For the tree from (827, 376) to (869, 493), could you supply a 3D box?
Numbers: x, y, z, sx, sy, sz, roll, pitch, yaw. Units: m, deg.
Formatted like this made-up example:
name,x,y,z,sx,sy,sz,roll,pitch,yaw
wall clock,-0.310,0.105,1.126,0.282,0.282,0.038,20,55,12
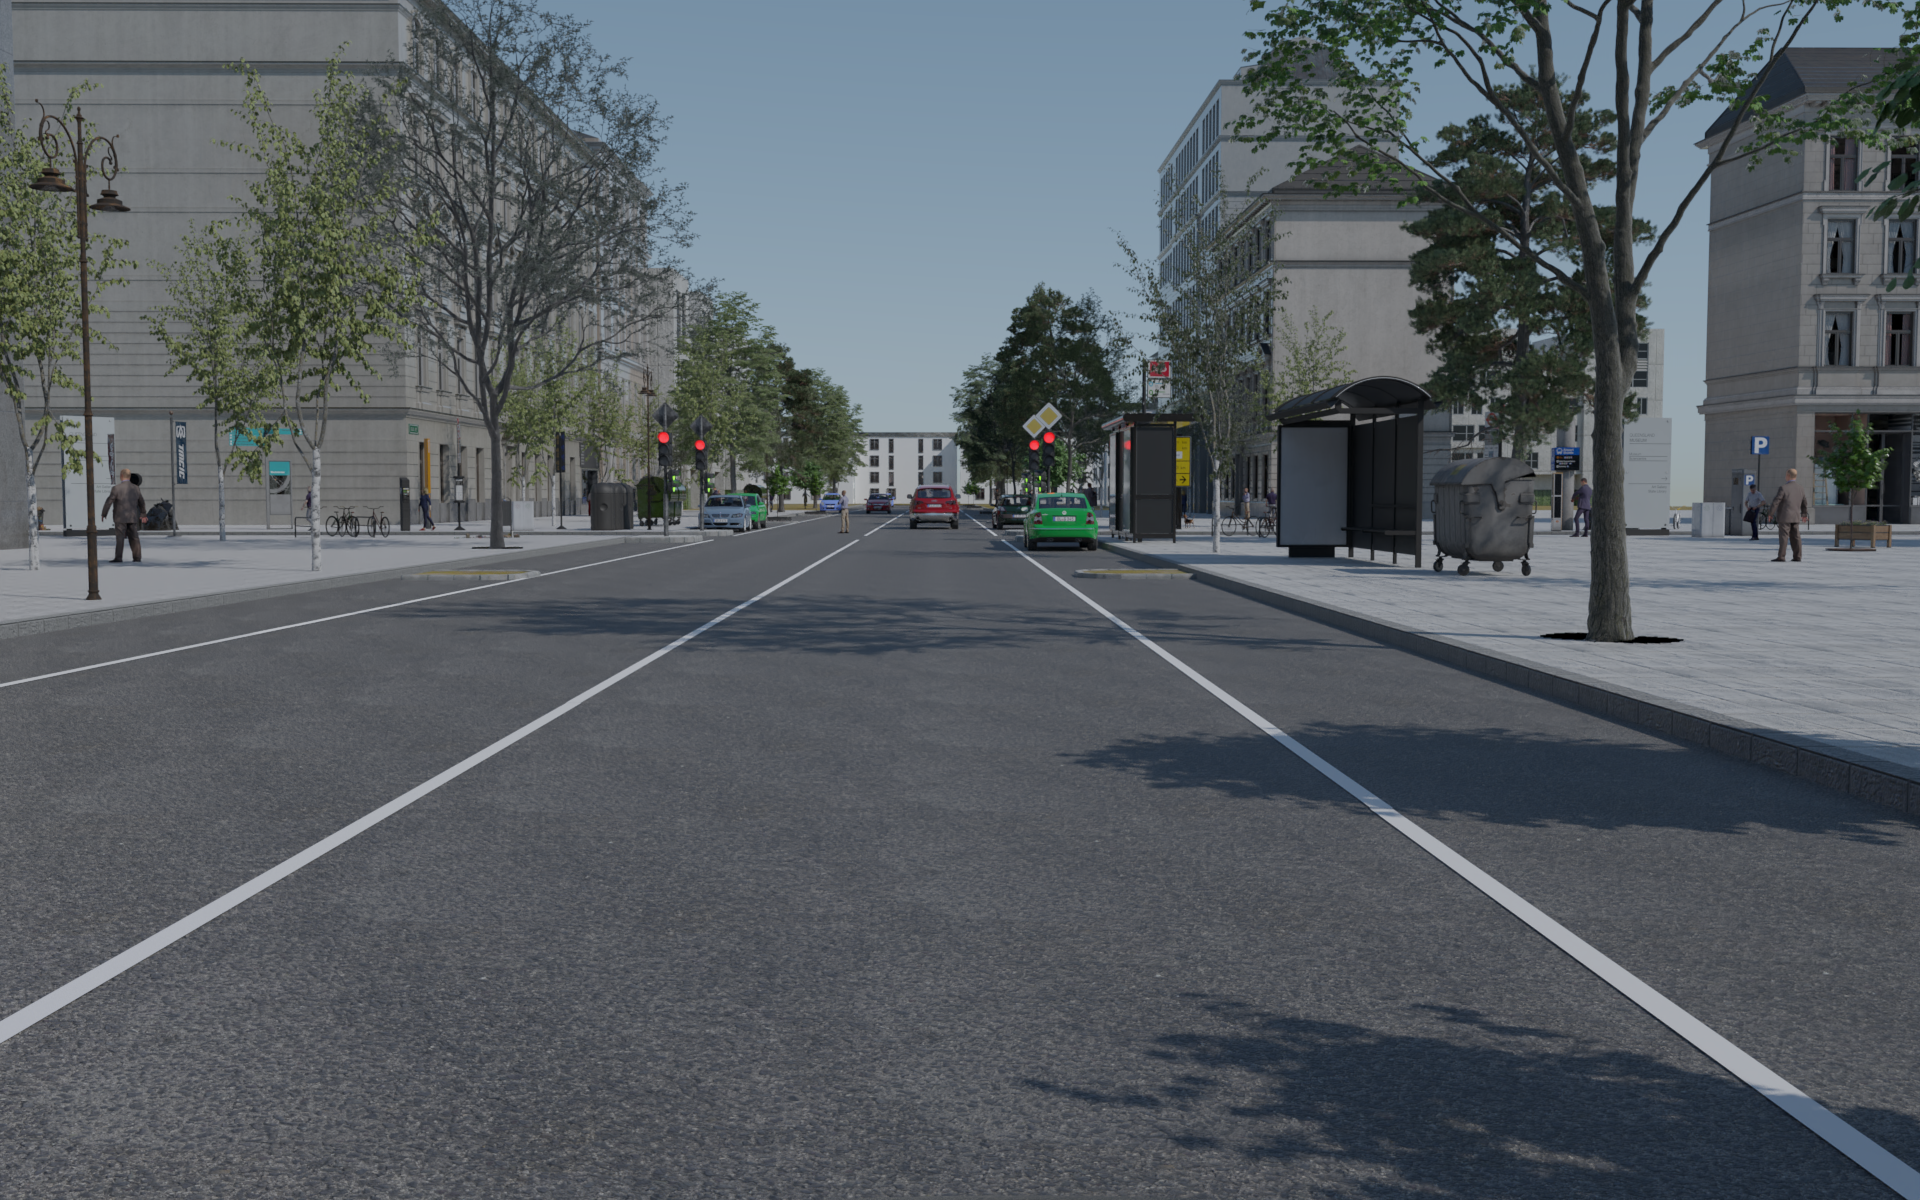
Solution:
name,x,y,z,sx,sy,sz,roll,pitch,yaw
tree,-12.655,-14.502,155.238,7.486,12.596,7.792,0,3,0

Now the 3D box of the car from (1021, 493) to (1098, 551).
name,x,y,z,sx,sy,sz,roll,pitch,yaw
car,2.588,-2.227,45.207,1.959,1.807,4.718,0,3,0

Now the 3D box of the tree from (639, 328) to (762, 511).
name,x,y,z,sx,sy,sz,roll,pitch,yaw
tree,-11.269,-7.800,77.894,4.737,8.622,4.395,0,3,0

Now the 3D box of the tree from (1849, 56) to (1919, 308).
name,x,y,z,sx,sy,sz,roll,pitch,yaw
tree,5.604,-1.435,7.170,4.285,4.588,4.351,0,3,0

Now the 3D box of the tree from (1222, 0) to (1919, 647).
name,x,y,z,sx,sy,sz,roll,pitch,yaw
tree,5.674,-5.457,14.970,9.928,11.665,9.643,0,3,0

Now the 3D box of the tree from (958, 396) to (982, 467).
name,x,y,z,sx,sy,sz,roll,pitch,yaw
tree,3.668,-11.523,122.821,7.601,10.594,8.767,1,4,17

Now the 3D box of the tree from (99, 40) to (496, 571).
name,x,y,z,sx,sy,sz,roll,pitch,yaw
tree,-10.745,-4.800,28.839,4.737,8.622,4.395,0,3,0

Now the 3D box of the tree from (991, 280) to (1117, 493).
name,x,y,z,sx,sy,sz,roll,pitch,yaw
tree,5.706,-11.926,102.406,7.806,13.903,7.818,0,3,0

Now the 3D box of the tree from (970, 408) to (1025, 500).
name,x,y,z,sx,sy,sz,roll,pitch,yaw
tree,3.865,-15.408,173.979,6.751,12.117,7.091,0,3,0

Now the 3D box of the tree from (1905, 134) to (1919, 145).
name,x,y,z,sx,sy,sz,roll,pitch,yaw
tree,14.338,-4.379,21.958,4.737,8.622,4.395,0,3,0

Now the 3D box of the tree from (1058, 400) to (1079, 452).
name,x,y,z,sx,sy,sz,roll,pitch,yaw
tree,7.514,-8.816,94.497,4.360,8.622,3.978,0,3,0

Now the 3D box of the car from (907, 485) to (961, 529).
name,x,y,z,sx,sy,sz,roll,pitch,yaw
car,-1.088,-3.893,72.321,2.281,1.827,5.304,0,4,-1

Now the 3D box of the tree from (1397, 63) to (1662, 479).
name,x,y,z,sx,sy,sz,roll,pitch,yaw
tree,14.486,-7.496,44.616,6.751,12.117,7.091,0,3,0

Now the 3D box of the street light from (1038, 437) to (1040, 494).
name,x,y,z,sx,sy,sz,roll,pitch,yaw
street light,4.201,-7.308,92.275,0.468,5.910,1.993,0,4,-1

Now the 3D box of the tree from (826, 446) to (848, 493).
name,x,y,z,sx,sy,sz,roll,pitch,yaw
tree,-14.200,-15.155,198.152,4.737,8.622,4.395,0,3,0

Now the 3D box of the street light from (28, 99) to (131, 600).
name,x,y,z,sx,sy,sz,roll,pitch,yaw
street light,-10.509,-2.939,20.833,0.468,5.910,1.993,0,4,-1

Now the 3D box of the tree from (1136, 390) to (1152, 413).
name,x,y,z,sx,sy,sz,roll,pitch,yaw
tree,12.247,-10.406,120.498,4.737,8.622,4.395,0,3,0

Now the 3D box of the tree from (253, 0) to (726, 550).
name,x,y,z,sx,sy,sz,roll,pitch,yaw
tree,-10.821,-7.929,40.014,12.009,13.543,11.850,0,3,0

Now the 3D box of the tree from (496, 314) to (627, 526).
name,x,y,z,sx,sy,sz,roll,pitch,yaw
tree,-16.461,-7.251,68.920,4.737,8.622,4.395,0,3,0

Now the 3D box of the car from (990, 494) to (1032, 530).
name,x,y,z,sx,sy,sz,roll,pitch,yaw
car,2.263,-3.739,70.914,2.009,1.686,4.222,0,4,-3

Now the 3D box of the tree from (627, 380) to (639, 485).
name,x,y,z,sx,sy,sz,roll,pitch,yaw
tree,-17.335,-8.159,83.761,4.737,8.622,4.395,0,3,0

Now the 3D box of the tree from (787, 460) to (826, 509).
name,x,y,z,sx,sy,sz,roll,pitch,yaw
tree,-13.140,-10.041,147.885,4.285,4.588,4.351,0,3,0

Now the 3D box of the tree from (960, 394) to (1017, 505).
name,x,y,z,sx,sy,sz,roll,pitch,yaw
tree,3.278,-17.588,205.689,7.486,12.596,7.792,0,3,0

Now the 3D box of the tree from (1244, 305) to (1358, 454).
name,x,y,z,sx,sy,sz,roll,pitch,yaw
tree,13.229,-7.117,66.717,4.737,8.622,4.395,0,3,0

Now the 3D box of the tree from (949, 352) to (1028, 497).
name,x,y,z,sx,sy,sz,roll,pitch,yaw
tree,3.673,-15.042,152.589,9.857,13.997,8.962,0,3,0

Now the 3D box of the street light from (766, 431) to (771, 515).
name,x,y,z,sx,sy,sz,roll,pitch,yaw
street light,-11.679,-8.075,104.818,0.468,5.910,1.993,0,4,-1

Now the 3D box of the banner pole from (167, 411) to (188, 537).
name,x,y,z,sx,sy,sz,roll,pitch,yaw
banner pole,-23.677,-3.819,52.453,0.401,3.779,0.863,1,4,16

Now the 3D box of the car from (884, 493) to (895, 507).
name,x,y,z,sx,sy,sz,roll,pitch,yaw
car,-8.016,-10.860,187.153,1.945,1.707,3.694,0,4,-2

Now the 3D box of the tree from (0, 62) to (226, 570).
name,x,y,z,sx,sy,sz,roll,pitch,yaw
tree,-15.614,-4.789,28.668,4.737,8.622,4.395,0,3,0

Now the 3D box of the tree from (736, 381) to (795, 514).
name,x,y,z,sx,sy,sz,roll,pitch,yaw
tree,-12.110,-9.686,108.727,4.360,8.622,3.978,0,3,0

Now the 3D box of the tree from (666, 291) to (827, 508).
name,x,y,z,sx,sy,sz,roll,pitch,yaw
tree,-13.004,-10.943,97.037,7.486,12.596,7.792,0,3,0

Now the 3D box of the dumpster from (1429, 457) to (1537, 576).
name,x,y,z,sx,sy,sz,roll,pitch,yaw
dumpster,8.390,-1.347,27.775,1.264,1.857,1.865,0,4,-1

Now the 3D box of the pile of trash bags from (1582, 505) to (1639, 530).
name,x,y,z,sx,sy,sz,roll,pitch,yaw
pile of trash bags,23.020,-3.157,61.374,1.912,1.369,3.447,2,4,28

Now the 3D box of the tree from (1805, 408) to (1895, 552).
name,x,y,z,sx,sy,sz,roll,pitch,yaw
tree,20.126,-2.708,38.882,1.663,3.219,1.824,0,3,0

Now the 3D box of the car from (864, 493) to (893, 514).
name,x,y,z,sx,sy,sz,roll,pitch,yaw
car,-5.984,-7.251,127.587,2.155,1.783,4.494,0,4,-1

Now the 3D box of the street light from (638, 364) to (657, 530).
name,x,y,z,sx,sy,sz,roll,pitch,yaw
street light,-11.098,-5.439,61.711,0.468,5.910,1.993,0,4,-1

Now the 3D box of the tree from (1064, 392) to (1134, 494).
name,x,y,z,sx,sy,sz,roll,pitch,yaw
tree,8.083,-9.961,113.222,4.737,8.622,4.395,0,3,0

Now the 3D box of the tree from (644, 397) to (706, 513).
name,x,y,z,sx,sy,sz,roll,pitch,yaw
tree,-20.590,-10.763,126.339,4.360,8.622,3.978,0,3,0

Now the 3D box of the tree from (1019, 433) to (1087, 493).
name,x,y,z,sx,sy,sz,roll,pitch,yaw
tree,4.707,-6.430,88.848,4.285,4.588,4.351,0,3,0

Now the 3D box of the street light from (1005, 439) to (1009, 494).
name,x,y,z,sx,sy,sz,roll,pitch,yaw
street light,3.682,-9.945,135.383,0.468,5.910,1.993,0,4,-1

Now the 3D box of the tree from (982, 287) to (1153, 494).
name,x,y,z,sx,sy,sz,roll,pitch,yaw
tree,5.122,-8.752,77.500,7.601,10.594,8.767,0,4,-2

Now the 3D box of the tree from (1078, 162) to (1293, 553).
name,x,y,z,sx,sy,sz,roll,pitch,yaw
tree,5.401,-5.340,37.672,4.360,8.622,3.978,0,3,0

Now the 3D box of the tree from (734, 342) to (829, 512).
name,x,y,z,sx,sy,sz,roll,pitch,yaw
tree,-12.572,-12.182,121.231,6.751,12.117,7.091,0,3,0

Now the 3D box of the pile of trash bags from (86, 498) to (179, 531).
name,x,y,z,sx,sy,sz,roll,pitch,yaw
pile of trash bags,-29.399,-3.145,61.173,3.447,1.369,1.912,0,4,6
